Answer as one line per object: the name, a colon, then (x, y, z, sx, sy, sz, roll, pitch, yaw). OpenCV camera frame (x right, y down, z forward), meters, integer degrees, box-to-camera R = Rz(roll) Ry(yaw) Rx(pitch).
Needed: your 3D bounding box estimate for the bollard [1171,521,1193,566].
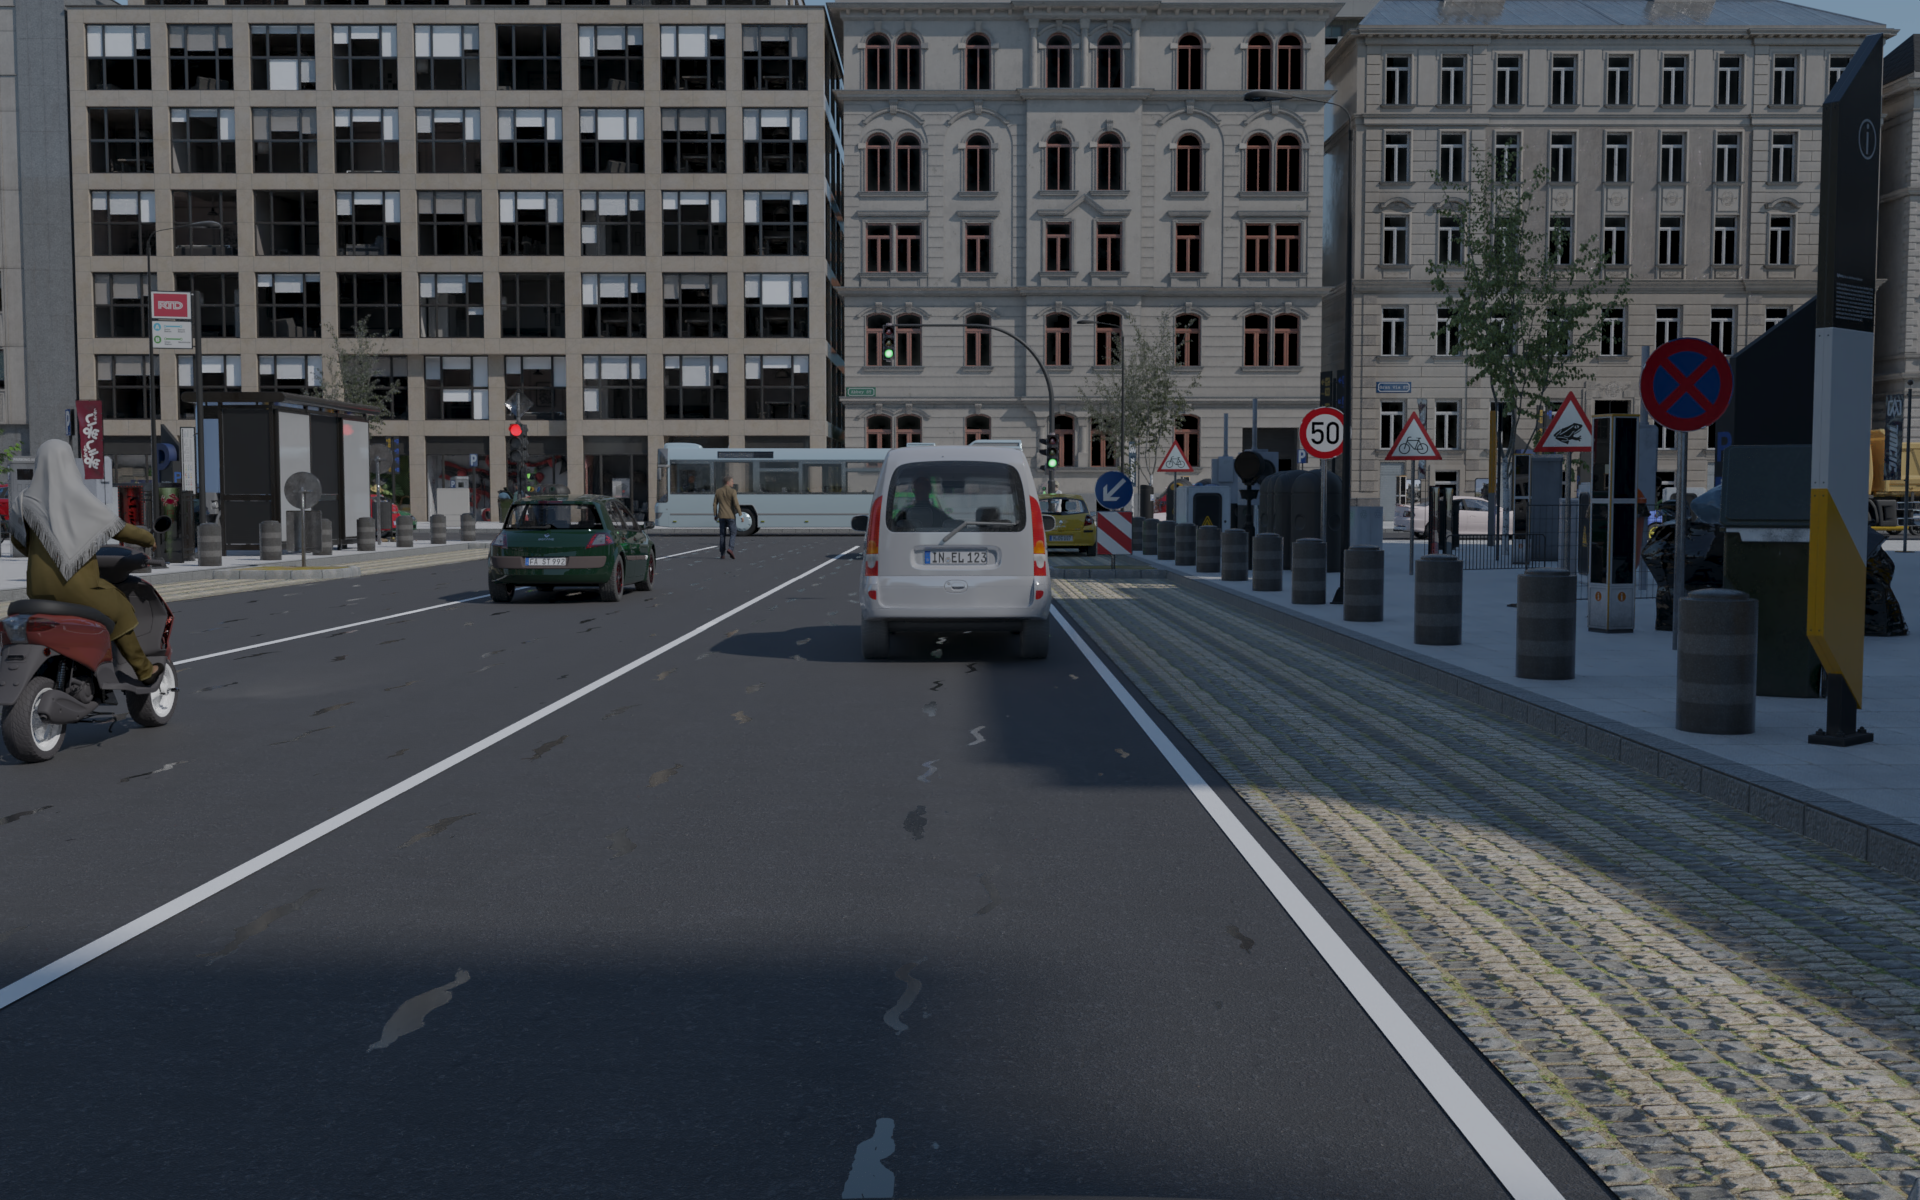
bollard: (4.064, -1.002, 31.104, 0.404, 0.777, 0.398, 0, 3, 0)

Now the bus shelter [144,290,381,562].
bus shelter: (-14.873, -3.626, 36.924, 2.179, 5.291, 8.768, 0, 4, 0)

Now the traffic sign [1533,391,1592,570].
traffic sign: (7.708, -1.342, 21.952, 0.884, 2.594, 0.081, 0, 4, 8)

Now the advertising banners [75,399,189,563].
advertising banners: (-15.330, -2.194, 32.059, 2.074, 3.025, 0.090, 0, 4, 4)

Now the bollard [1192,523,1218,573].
bollard: (4.073, -0.836, 28.390, 0.404, 0.777, 0.398, 0, 3, 0)

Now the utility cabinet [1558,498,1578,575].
utility cabinet: (9.544, -0.908, 26.008, 1.020, 1.237, 0.306, 1, 4, 10)

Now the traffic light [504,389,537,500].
traffic light: (-11.784, -3.513, 46.364, 0.839, 4.253, 0.868, 0, 3, 0)

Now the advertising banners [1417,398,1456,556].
advertising banners: (8.886, -2.214, 32.383, 0.090, 3.025, 2.074, 2, 4, 35)

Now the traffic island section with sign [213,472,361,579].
traffic island section with sign: (-11.473, -1.295, 29.798, 1.989, 1.847, 2.006, 0, 3, 0)

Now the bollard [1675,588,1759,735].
bollard: (4.103, 0.326, 9.393, 0.404, 0.777, 0.398, 0, 3, 0)

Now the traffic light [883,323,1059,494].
traffic light: (0.336, -4.379, 46.261, 4.771, 5.953, 1.251, 0, 3, 0)

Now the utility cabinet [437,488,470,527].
utility cabinet: (-19.663, -3.581, 67.227, 1.173, 1.500, 0.318, 0, 4, -6)

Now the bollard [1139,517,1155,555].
bollard: (4.055, -1.335, 36.546, 0.404, 0.777, 0.398, 0, 3, 0)

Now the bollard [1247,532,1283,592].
bollard: (4.079, -0.504, 22.961, 0.404, 0.777, 0.398, 0, 3, 0)

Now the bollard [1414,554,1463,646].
bollard: (4.094, -0.006, 14.820, 0.404, 0.777, 0.398, 0, 3, 0)

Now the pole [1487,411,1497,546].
pole: (13.058, -2.974, 42.468, 0.158, 3.312, 0.155, 0, 3, 0)

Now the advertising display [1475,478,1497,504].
advertising display: (20.966, -3.894, 68.887, 0.974, 1.923, 0.123, 2, 4, 31)

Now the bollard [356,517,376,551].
bollard: (-13.381, -1.486, 39.012, 0.404, 0.777, 0.398, 0, 3, 0)

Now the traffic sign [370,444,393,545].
traffic sign: (-14.698, -2.670, 43.758, 0.768, 2.556, 0.104, 0, 4, 8)

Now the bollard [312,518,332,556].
bollard: (-13.372, -1.320, 36.298, 0.404, 0.777, 0.398, 0, 3, 0)

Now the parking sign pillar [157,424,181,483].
parking sign pillar: (-30.227, -4.754, 66.194, 1.447, 3.967, 1.447, 3, 4, 37)

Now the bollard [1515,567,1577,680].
bollard: (4.098, 0.160, 12.107, 0.404, 0.777, 0.398, 0, 3, 0)

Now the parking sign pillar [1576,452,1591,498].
parking sign pillar: (28.780, -5.525, 78.801, 1.447, 3.967, 1.447, 0, 4, -1)

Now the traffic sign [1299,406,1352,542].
traffic sign: (5.319, -1.542, 25.318, 0.768, 2.556, 0.104, 0, 4, 2)

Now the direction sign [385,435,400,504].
direction sign: (-22.060, -4.610, 67.373, 0.379, 3.537, 0.876, 1, 4, 16)

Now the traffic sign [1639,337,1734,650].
traffic sign: (5.907, -0.861, 14.181, 0.768, 2.556, 0.104, 0, 4, 1)

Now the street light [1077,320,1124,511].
street light: (3.802, -4.508, 46.252, 1.470, 5.913, 1.316, 0, 3, 0)

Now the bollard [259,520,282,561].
bollard: (-13.366, -1.153, 33.576, 0.404, 0.777, 0.398, 0, 3, 0)

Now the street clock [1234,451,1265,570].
street clock: (4.879, -1.509, 29.238, 0.471, 2.002, 0.358, 2, 4, 31)

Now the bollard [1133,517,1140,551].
bollard: (4.053, -1.501, 39.260, 0.404, 0.777, 0.398, 0, 3, 0)

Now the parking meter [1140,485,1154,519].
parking meter: (5.026, -2.336, 46.603, 0.372, 1.533, 0.369, 0, 3, 0)

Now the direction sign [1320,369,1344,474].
direction sign: (6.857, -2.434, 31.798, 0.379, 3.537, 0.876, -1, 4, -23)

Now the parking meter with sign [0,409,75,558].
parking meter with sign: (-18.902, -2.375, 35.084, 1.738, 3.016, 0.543, -3, 4, -36)

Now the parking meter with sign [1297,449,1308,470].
parking meter with sign: (12.577, -4.321, 66.909, 1.738, 3.016, 0.543, -2, 4, -29)

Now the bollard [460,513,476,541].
bollard: (-13.398, -1.984, 47.160, 0.404, 0.777, 0.398, 0, 3, 0)

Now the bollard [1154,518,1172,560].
bollard: (4.059, -1.169, 33.833, 0.404, 0.777, 0.398, 0, 3, 0)

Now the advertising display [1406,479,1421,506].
advertising display: (19.056, -4.163, 73.279, 0.974, 1.923, 0.123, -1, 4, -18)

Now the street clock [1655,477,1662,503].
street clock: (28.789, -4.106, 71.702, 0.471, 2.002, 0.358, 1, 4, 19)

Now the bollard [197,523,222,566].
bollard: (-13.370, -0.987, 30.856, 0.404, 0.777, 0.398, 0, 3, 0)

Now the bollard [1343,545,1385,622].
bollard: (4.089, -0.172, 17.534, 0.404, 0.777, 0.398, 0, 3, 0)

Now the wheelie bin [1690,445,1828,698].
wheelie bin: (5.224, -0.199, 11.158, 0.980, 1.594, 0.693, 2, 4, 26)

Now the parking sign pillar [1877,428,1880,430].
parking sign pillar: (38.068, -5.024, 70.622, 1.447, 3.967, 1.447, 0, 4, -4)

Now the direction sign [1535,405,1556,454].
direction sign: (14.948, -3.205, 44.403, 0.379, 3.537, 0.876, 3, 5, 43)

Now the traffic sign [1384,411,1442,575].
traffic sign: (7.133, -1.669, 27.299, 0.884, 2.594, 0.081, 1, 4, 9)

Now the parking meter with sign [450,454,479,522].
parking meter with sign: (-21.504, -4.775, 74.332, 0.543, 3.016, 1.738, 3, 4, 37)

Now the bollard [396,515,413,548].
bollard: (-13.386, -1.652, 41.733, 0.404, 0.777, 0.398, 0, 3, 0)

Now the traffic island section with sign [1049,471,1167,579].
traffic island section with sign: (2.498, -1.312, 30.082, 1.989, 1.847, 2.006, 0, 3, 0)

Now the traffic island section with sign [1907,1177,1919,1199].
traffic island section with sign: (2.552, 0.381, 2.405, 1.989, 1.847, 2.006, 0, 3, 0)

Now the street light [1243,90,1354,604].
street light: (3.955, -2.907, 20.075, 1.470, 5.913, 1.316, 0, 3, 0)

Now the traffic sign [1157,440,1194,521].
traffic sign: (5.166, -2.544, 41.597, 0.884, 2.594, 0.081, 0, 4, 7)

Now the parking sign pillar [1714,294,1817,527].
parking sign pillar: (10.890, -2.134, 23.367, 1.447, 3.967, 1.447, -1, 4, -11)

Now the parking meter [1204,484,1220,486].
parking meter: (6.033, -2.025, 41.520, 0.372, 1.533, 0.369, 0, 3, 0)

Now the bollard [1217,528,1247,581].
bollard: (4.076, -0.670, 25.677, 0.404, 0.777, 0.398, 0, 3, 0)

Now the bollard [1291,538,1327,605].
bollard: (4.082, -0.338, 20.247, 0.404, 0.777, 0.398, 0, 3, 0)

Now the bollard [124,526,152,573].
bollard: (-13.363, -0.821, 28.143, 0.404, 0.777, 0.398, 0, 3, 0)

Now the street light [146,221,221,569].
street light: (-13.276, -3.492, 29.631, 1.470, 5.913, 1.316, 0, 3, 0)

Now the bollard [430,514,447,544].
bollard: (-13.392, -1.818, 44.447, 0.404, 0.777, 0.398, 0, 3, 0)

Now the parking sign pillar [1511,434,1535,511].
parking sign pillar: (24.691, -5.326, 75.554, 1.447, 3.967, 1.447, -2, 4, -28)
